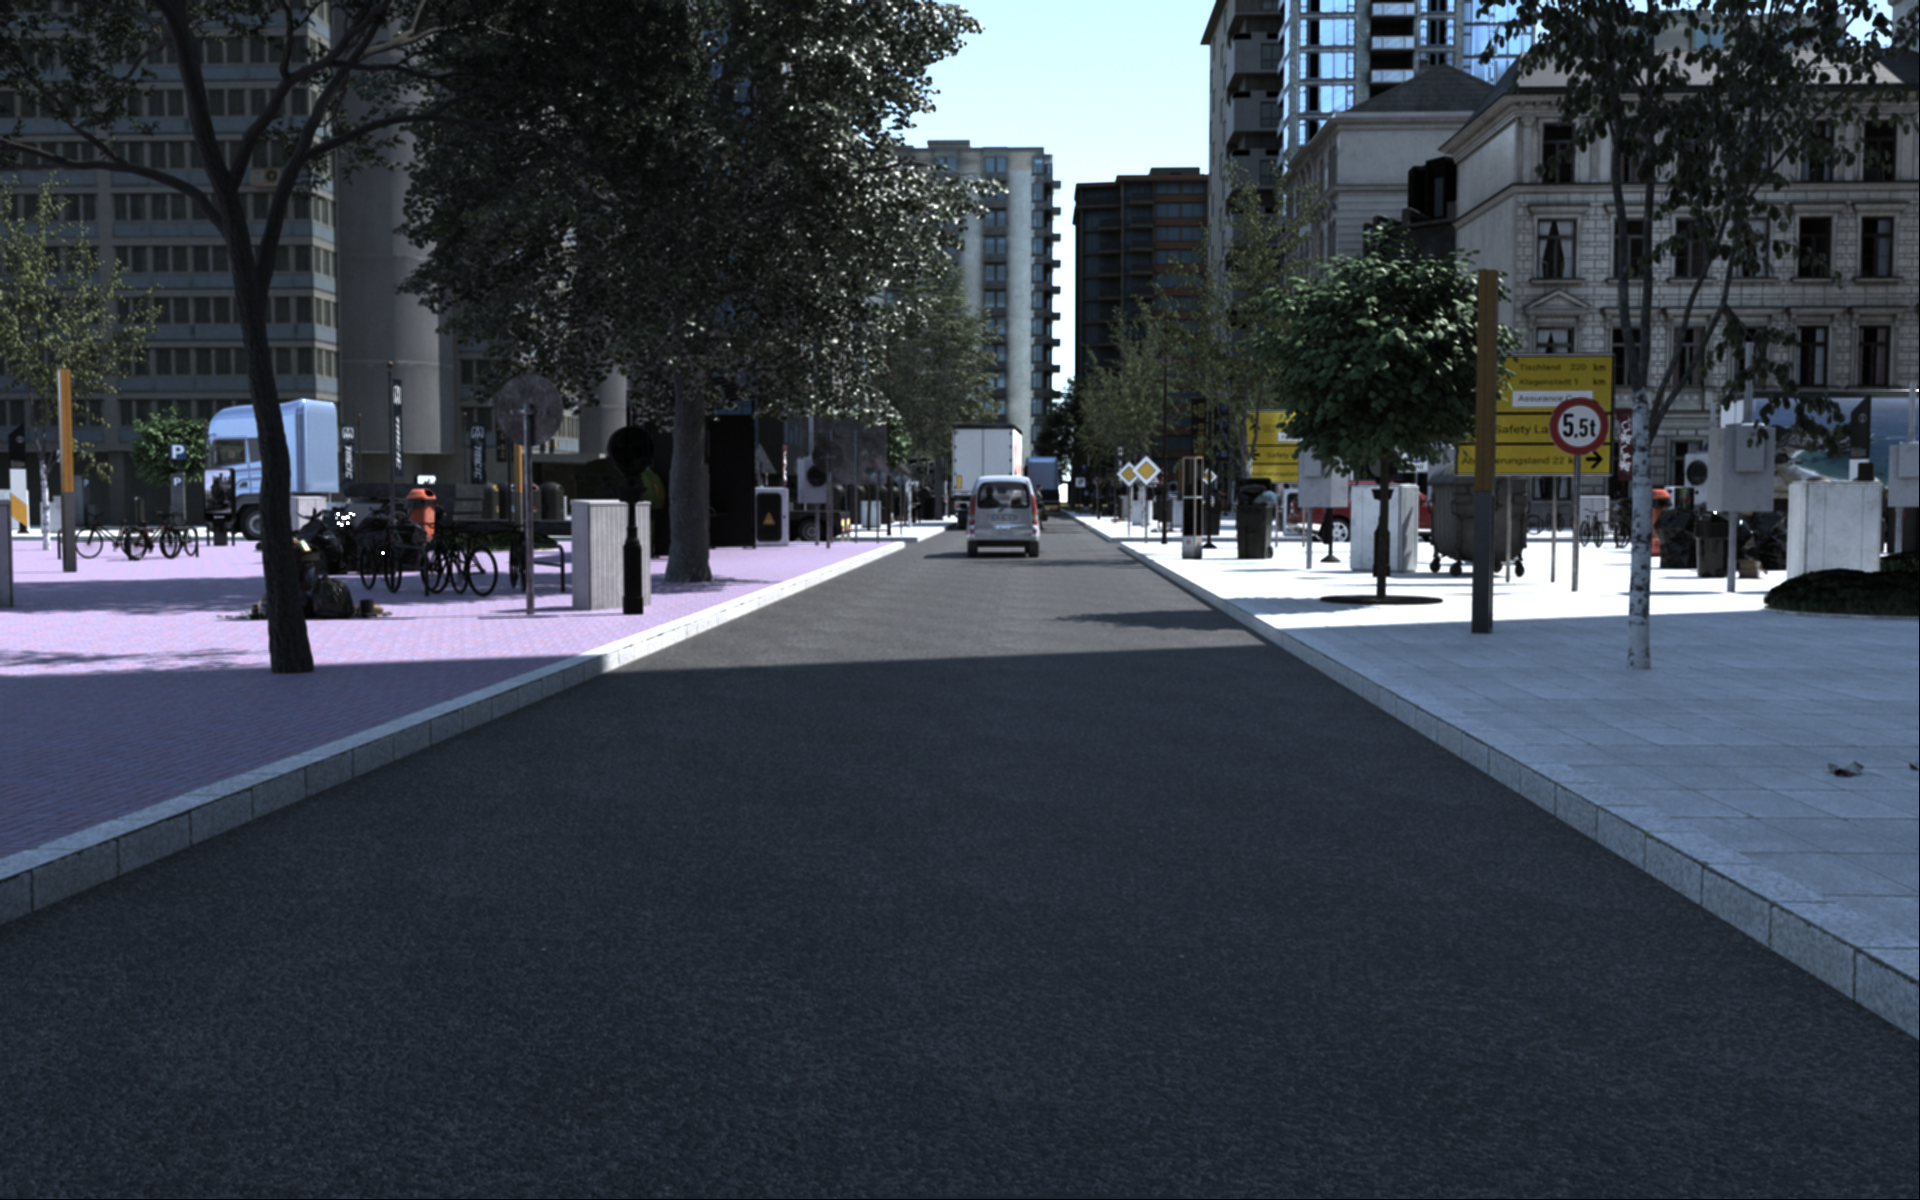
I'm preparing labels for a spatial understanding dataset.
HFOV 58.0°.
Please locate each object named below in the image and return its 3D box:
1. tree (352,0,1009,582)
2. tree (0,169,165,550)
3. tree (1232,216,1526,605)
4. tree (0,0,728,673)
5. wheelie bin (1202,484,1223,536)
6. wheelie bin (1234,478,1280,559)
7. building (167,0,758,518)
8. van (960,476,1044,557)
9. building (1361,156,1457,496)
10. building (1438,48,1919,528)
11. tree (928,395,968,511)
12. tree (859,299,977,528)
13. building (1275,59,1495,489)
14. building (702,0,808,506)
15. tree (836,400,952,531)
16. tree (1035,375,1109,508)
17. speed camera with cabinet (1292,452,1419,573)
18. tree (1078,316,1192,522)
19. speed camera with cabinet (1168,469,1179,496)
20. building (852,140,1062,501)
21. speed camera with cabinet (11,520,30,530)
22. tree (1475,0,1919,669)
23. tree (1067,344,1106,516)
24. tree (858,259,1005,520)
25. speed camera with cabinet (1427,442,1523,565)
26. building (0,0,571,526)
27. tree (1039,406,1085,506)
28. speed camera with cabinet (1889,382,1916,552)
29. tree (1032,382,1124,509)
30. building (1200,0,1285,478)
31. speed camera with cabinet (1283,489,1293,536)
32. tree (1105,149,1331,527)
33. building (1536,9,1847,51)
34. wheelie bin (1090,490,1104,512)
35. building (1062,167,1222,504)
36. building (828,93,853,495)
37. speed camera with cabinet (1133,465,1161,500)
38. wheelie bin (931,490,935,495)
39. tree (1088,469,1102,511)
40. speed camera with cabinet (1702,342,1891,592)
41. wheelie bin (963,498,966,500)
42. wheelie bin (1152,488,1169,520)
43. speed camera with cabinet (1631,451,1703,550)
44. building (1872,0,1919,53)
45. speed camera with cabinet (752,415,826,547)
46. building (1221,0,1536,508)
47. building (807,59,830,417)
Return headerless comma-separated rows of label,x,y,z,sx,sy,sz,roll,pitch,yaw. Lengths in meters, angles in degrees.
tree,-3.958,-7.253,25.239,9.857,13.997,8.962,0,3,0
tree,-20.623,-5.435,39.222,4.737,8.622,4.395,0,3,0
tree,4.968,-2.257,20.621,4.285,4.588,4.351,0,3,0
tree,-5.096,-4.771,12.416,7.601,10.594,8.767,3,4,36
wheelie bin,7.725,-2.805,53.769,0.693,1.594,0.980,-2,4,-24
wheelie bin,5.873,-1.620,34.393,0.980,1.594,0.693,2,4,25
building,-30.184,-25.841,114.383,32.217,40.220,23.993,0,4,2
van,0.992,-2.064,40.754,2.013,2.044,4.112,0,4,0
building,30.145,-13.839,93.718,16.820,18.784,16.811,0,4,2
building,30.204,-12.570,70.141,19.286,19.102,10.561,0,4,2
tree,-0.266,-10.828,127.403,4.737,8.622,4.395,0,3,0
tree,-1.687,-7.068,65.927,4.360,8.622,3.978,0,3,0
building,29.175,-20.003,114.442,14.401,28.519,23.554,0,4,2
building,-19.769,-29.682,135.413,14.600,45.320,14.200,0,4,2
tree,-3.203,-4.675,60.153,4.285,4.588,4.351,0,3,0
tree,11.104,-15.080,164.680,7.486,12.596,7.792,0,3,0
speed camera with cabinet,6.674,-2.122,29.037,0.660,3.252,2.038,-3,5,-43
tree,7.593,-7.474,72.562,4.360,8.622,3.978,0,3,0
speed camera with cabinet,14.392,-7.770,121.370,2.038,3.252,0.660,2,4,28
building,-1.518,-37.747,236.773,30.456,49.044,23.786,0,4,2
speed camera with cabinet,-34.043,-4.083,61.087,2.038,3.252,0.660,-1,4,-22
tree,5.111,-3.787,12.287,4.360,8.622,3.978,0,3,0
tree,6.810,-7.088,66.248,4.737,8.622,4.395,0,3,0
tree,-1.456,-10.166,84.339,7.486,12.596,7.792,0,3,0
speed camera with cabinet,9.533,-2.307,32.062,0.660,3.252,2.038,-2,4,-24
building,-31.181,-23.659,78.699,32.217,40.220,23.993,0,4,2
tree,11.994,-15.844,184.807,9.928,11.665,9.643,0,3,0
speed camera with cabinet,17.505,-2.211,30.481,2.038,3.252,0.660,2,4,29
tree,9.654,-12.834,144.249,8.767,10.594,7.601,-2,4,-34
building,39.666,-35.772,174.111,28.713,52.752,27.495,0,4,2
speed camera with cabinet,10.947,-3.585,52.947,2.038,3.252,0.660,1,4,20
tree,6.099,-5.325,37.427,4.737,8.622,4.395,0,3,0
building,71.112,-33.946,174.622,30.456,49.044,23.786,0,4,2
wheelie bin,9.683,-7.007,122.471,0.980,1.594,0.693,-1,4,-9
building,28.097,-35.480,234.714,28.867,44.769,22.147,0,4,2
building,-22.256,-45.340,179.561,20.611,71.187,20.563,0,4,2
speed camera with cabinet,12.581,-7.471,116.483,2.038,3.252,0.660,1,4,23
wheelie bin,-2.035,-6.849,119.890,0.693,1.594,0.980,-1,4,-12
tree,10.116,-8.402,131.971,1.663,3.219,1.824,0,3,0
speed camera with cabinet,10.963,-1.739,22.766,2.038,3.252,0.660,0,4,3
wheelie bin,0.468,-7.145,124.736,0.693,1.594,0.980,0,4,5
wheelie bin,9.896,-4.730,85.238,0.693,1.594,0.980,2,4,35
speed camera with cabinet,15.729,-2.665,37.903,0.660,3.252,2.038,-2,4,-28
building,52.109,-17.317,70.518,23.554,28.519,14.401,0,4,2
speed camera with cabinet,-4.255,-2.955,42.657,2.038,3.252,0.660,-2,4,-24
building,35.018,-50.849,144.056,22.319,86.520,31.000,0,4,2
building,-19.037,-28.504,149.636,14.154,41.232,14.086,0,4,2
